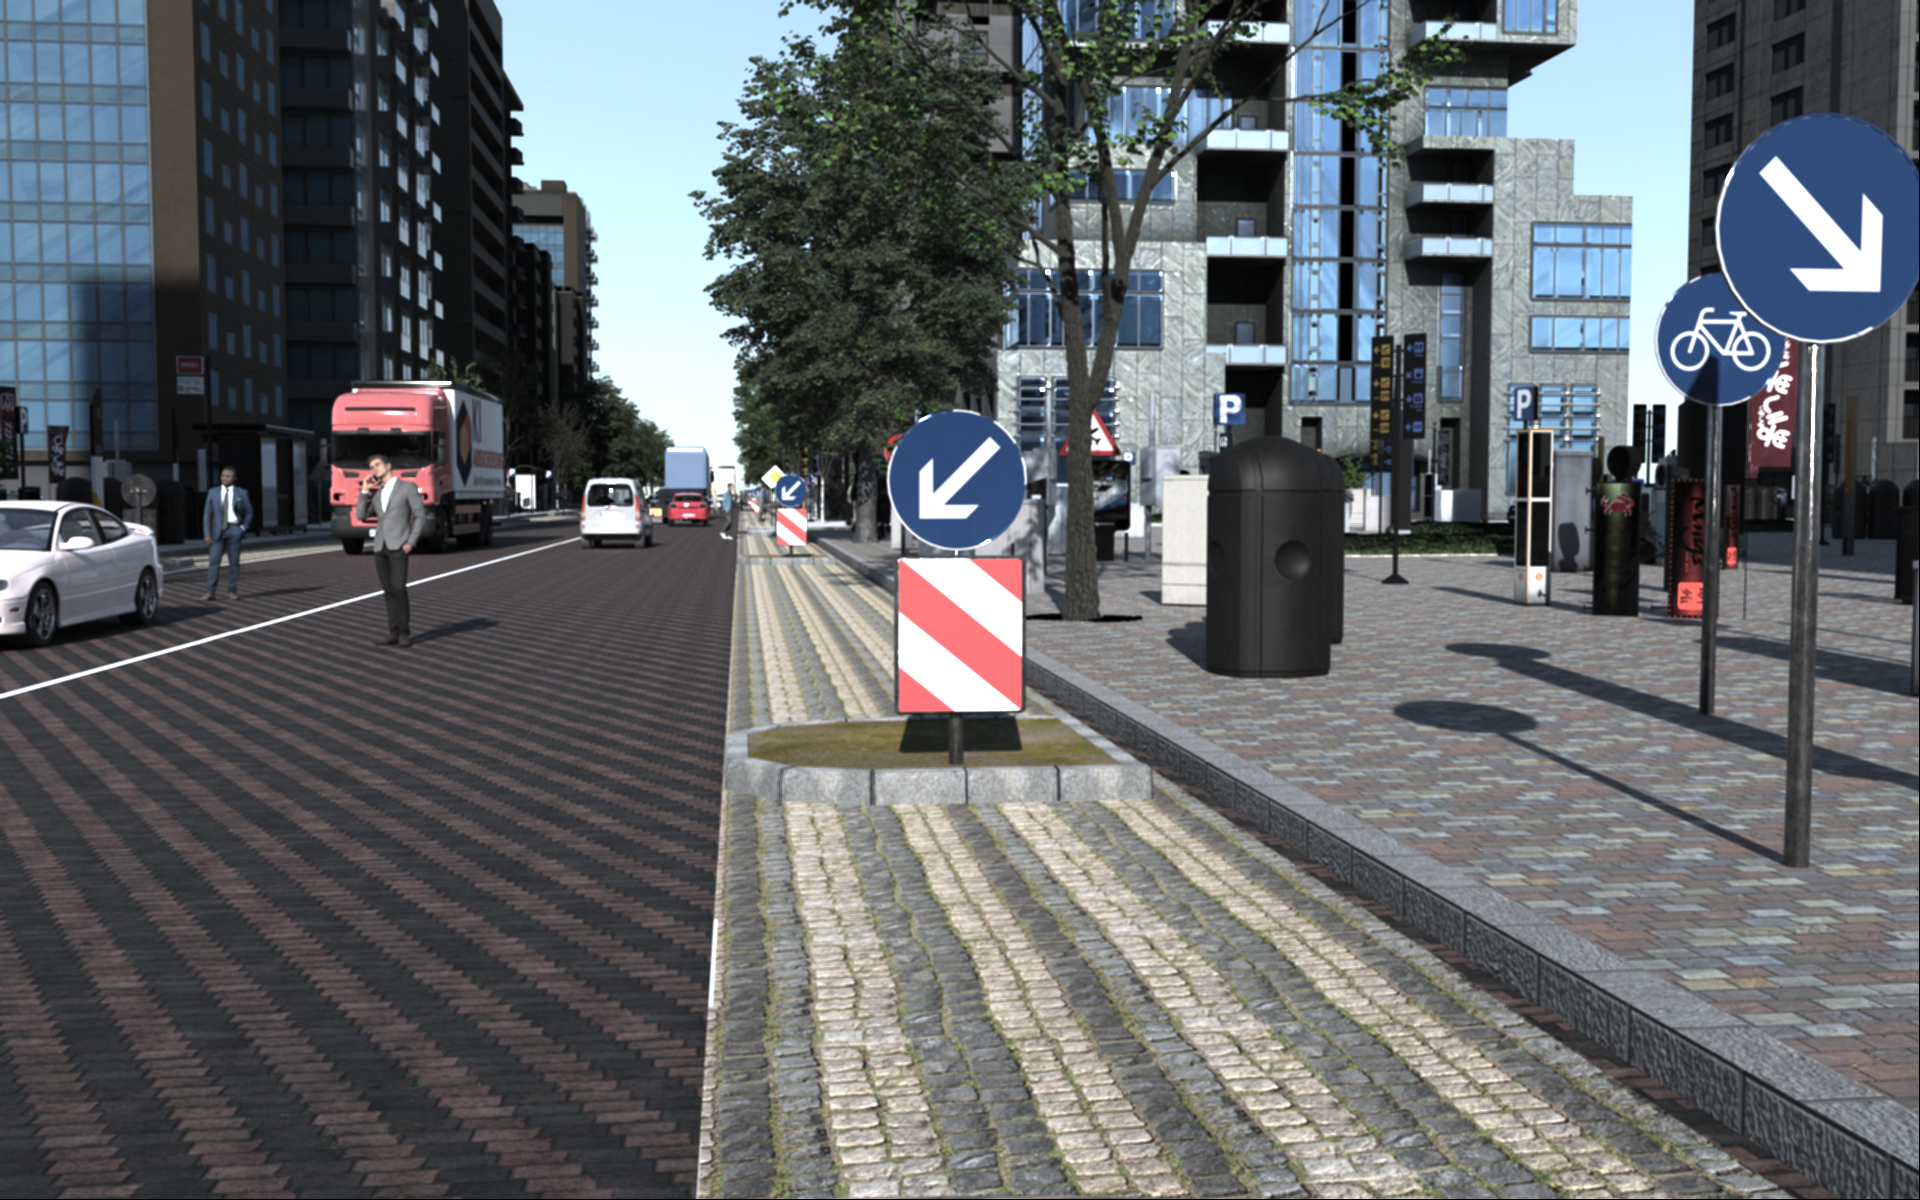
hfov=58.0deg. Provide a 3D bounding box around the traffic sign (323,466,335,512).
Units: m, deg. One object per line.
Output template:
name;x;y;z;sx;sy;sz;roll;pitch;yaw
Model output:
traffic sign;-24.048;-4.072;66.576;0.884;2.594;0.081;0;4;-2

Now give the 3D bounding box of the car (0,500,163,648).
car;-9.646;-0.316;17.536;2.083;1.381;4.827;0;4;-7

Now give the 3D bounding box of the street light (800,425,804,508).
street light;-8.604;-7.386;93.540;0.468;5.910;1.993;0;4;-7

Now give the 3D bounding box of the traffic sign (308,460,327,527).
traffic sign;-24.677;-4.083;66.764;0.884;2.594;0.081;0;4;-4

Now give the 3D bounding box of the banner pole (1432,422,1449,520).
banner pole;16.587;-4.277;59.942;0.401;3.779;0.863;-3;4;-36

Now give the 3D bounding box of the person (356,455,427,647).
person;-5.378;-0.471;16.388;0.592;1.802;0.473;2;4;34

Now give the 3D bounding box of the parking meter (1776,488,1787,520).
parking meter;36.025;-4.131;75.957;0.372;1.533;0.369;0;3;0

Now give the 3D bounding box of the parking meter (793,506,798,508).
parking meter;-9.741;-5.877;101.805;0.255;1.863;0.399;2;4;35

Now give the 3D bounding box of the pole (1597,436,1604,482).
pole;22.706;-4.133;61.422;0.158;3.312;0.155;0;3;0

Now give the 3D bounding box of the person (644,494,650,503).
person;-27.213;-8.473;150.226;0.799;1.438;0.628;1;4;15

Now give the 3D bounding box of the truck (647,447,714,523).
truck;-14.985;-6.279;92.419;2.967;4.110;18.799;0;4;-5

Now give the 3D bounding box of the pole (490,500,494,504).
pole;-30.868;-7.357;114.131;0.158;3.312;0.155;0;3;0

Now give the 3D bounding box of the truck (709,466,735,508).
truck;-24.693;-11.670;179.713;2.839;4.237;11.283;-1;4;-8

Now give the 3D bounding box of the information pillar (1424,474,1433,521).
information pillar;17.226;-3.623;63.727;0.304;2.012;0.304;1;4;14

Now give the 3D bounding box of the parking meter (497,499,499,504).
parking meter;-29.017;-6.333;109.259;0.399;1.863;0.255;3;5;40

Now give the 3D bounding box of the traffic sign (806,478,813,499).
traffic sign;-8.556;-6.167;100.931;0.768;2.556;0.104;0;4;-3

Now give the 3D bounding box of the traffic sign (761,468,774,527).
traffic sign;-7.400;-3.937;68.017;0.795;2.450;0.064;0;4;-7

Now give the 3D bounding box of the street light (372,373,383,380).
street light;-22.263;-5.722;66.335;0.468;5.910;1.993;0;4;-7

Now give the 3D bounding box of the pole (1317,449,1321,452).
pole;16.217;-5.167;78.324;0.158;3.312;0.155;0;3;0

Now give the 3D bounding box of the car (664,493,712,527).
car;-12.197;-4.201;77.733;2.155;1.783;4.494;-1;4;-9

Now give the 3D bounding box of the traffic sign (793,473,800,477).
traffic sign;-9.704;-6.276;102.723;0.768;2.556;0.104;0;4;-5

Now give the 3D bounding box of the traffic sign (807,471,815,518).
traffic sign;-7.956;-5.757;94.236;0.768;2.556;0.104;0;4;-3

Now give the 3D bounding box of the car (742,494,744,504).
car;-29.377;-14.153;240.191;1.959;1.807;4.718;0;4;-6

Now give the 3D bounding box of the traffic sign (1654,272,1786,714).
traffic sign;4.369;-0.608;10.054;0.768;2.556;0.104;0;4;-2

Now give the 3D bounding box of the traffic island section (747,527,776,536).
traffic island section;-6.374;-2.318;60.175;2.009;0.180;2.903;0;4;-7

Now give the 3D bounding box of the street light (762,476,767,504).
street light;-28.826;-17.138;252.989;0.468;5.910;1.993;0;4;-7

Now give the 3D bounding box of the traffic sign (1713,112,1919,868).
traffic sign;2.885;-0.354;5.895;0.768;2.556;0.104;0;4;-6

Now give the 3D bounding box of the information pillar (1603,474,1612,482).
information pillar;23.832;-3.635;63.926;0.304;2.012;0.304;-3;5;-42

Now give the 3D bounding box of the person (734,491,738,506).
person;-26.649;-12.005;205.314;0.617;1.759;0.750;1;4;9

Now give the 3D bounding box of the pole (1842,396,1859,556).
pole;18.569;-2.586;36.118;0.158;3.312;0.155;0;3;0

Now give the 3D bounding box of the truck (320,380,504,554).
truck;-13.909;-3.421;44.843;2.839;4.237;11.283;0;4;-6

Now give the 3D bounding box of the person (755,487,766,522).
person;-10.141;-4.864;88.118;0.391;1.810;0.635;2;4;25

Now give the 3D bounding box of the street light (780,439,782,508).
street light;-14.674;-10.350;142.009;0.468;5.910;1.993;0;4;-7

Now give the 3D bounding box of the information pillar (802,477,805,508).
information pillar;-8.680;-6.403;96.044;0.183;3.616;0.504;0;4;-8

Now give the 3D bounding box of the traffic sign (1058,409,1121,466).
traffic sign;1.797;-1.473;24.081;0.884;2.594;0.081;0;3;0

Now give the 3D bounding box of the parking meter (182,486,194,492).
parking meter;-24.757;-2.882;55.536;0.372;1.533;0.369;0;3;0

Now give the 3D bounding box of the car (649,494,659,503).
car;-28.509;-9.212;162.624;2.014;1.417;4.499;-1;4;-8

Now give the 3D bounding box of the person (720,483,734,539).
person;-7.363;-2.813;54.829;0.444;1.785;0.601;2;4;25

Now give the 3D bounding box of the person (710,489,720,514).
person;-17.520;-7.034;123.864;0.624;1.780;0.694;3;5;42

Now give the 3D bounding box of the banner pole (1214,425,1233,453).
banner pole;9.449;-4.442;62.641;0.863;3.779;0.401;0;4;-4

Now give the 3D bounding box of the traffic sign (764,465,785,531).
traffic sign;-6.397;-3.453;60.095;0.795;2.450;0.064;0;4;-7

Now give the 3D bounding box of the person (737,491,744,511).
person;-18.861;-8.532;148.724;0.721;1.735;1.217;-2;4;-32

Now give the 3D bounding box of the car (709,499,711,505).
car;-29.981;-12.048;206.567;1.945;1.707;3.694;0;4;-7

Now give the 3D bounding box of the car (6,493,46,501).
car;-33.181;-3.203;61.158;4.718;1.807;1.959;0;4;-7

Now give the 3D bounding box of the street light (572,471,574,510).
street light;-31.871;-10.378;142.473;0.468;5.910;1.993;0;4;-7

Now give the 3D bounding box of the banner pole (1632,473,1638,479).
banner pole;43.077;-7.381;110.692;0.401;3.779;0.863;-1;4;-10

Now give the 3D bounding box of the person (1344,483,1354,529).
person;15.241;-3.641;67.836;0.447;1.846;0.655;0;4;-7

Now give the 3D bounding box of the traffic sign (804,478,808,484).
traffic sign;-12.425;-8.484;138.711;0.884;2.594;0.081;0;4;1

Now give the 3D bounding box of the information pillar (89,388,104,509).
information pillar;-18.931;-2.854;38.015;0.183;3.616;0.504;0;4;-7

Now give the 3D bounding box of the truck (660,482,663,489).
truck;-33.724;-12.840;205.852;3.469;3.379;9.791;0;4;-8

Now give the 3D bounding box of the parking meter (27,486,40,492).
parking meter;-30.797;-3.010;57.620;0.372;1.533;0.369;0;3;0

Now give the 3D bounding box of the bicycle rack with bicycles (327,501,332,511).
bicycle rack with bicycles;-30.696;-4.515;87.209;2.852;0.926;2.925;-2;4;-24

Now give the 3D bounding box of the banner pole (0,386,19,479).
banner pole;-19.542;-2.776;35.409;0.401;3.779;0.863;1;4;11

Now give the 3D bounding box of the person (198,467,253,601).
person;-9.922;-0.899;23.386;0.721;1.800;0.419;-2;4;-25

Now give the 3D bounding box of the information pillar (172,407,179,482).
information pillar;-21.218;-3.396;46.873;0.183;3.616;0.504;-1;4;-18

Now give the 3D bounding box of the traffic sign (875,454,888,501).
traffic sign;-2.673;-3.364;55.102;0.768;2.556;0.104;0;4;-6

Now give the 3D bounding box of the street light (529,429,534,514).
street light;-28.246;-8.651;114.232;0.468;5.910;1.993;0;4;-7

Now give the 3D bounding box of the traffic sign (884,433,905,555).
traffic sign;-1.193;-2.210;36.247;0.768;2.556;0.104;0;4;2

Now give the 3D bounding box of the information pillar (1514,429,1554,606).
information pillar;6.578;-0.940;19.866;0.304;2.012;0.304;-1;4;-12
